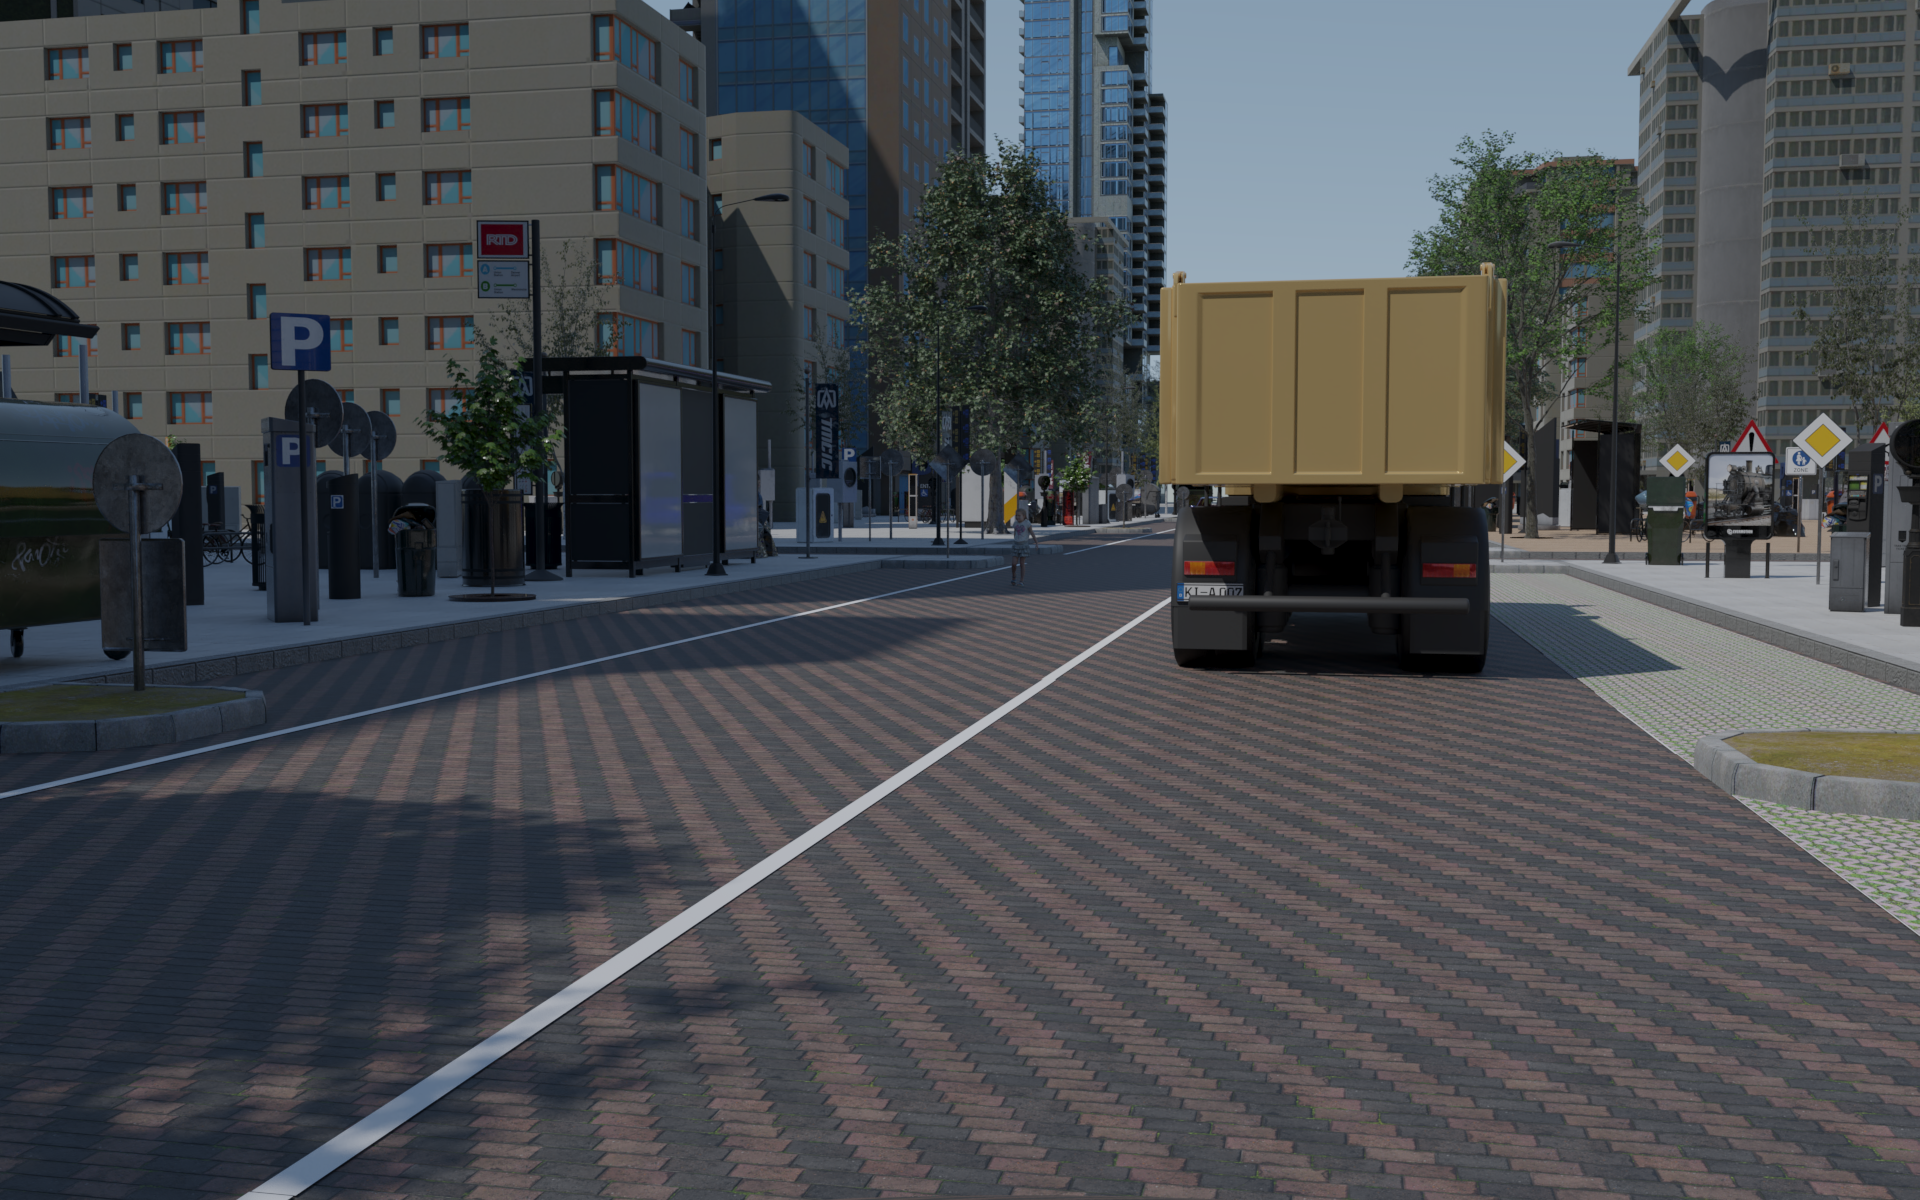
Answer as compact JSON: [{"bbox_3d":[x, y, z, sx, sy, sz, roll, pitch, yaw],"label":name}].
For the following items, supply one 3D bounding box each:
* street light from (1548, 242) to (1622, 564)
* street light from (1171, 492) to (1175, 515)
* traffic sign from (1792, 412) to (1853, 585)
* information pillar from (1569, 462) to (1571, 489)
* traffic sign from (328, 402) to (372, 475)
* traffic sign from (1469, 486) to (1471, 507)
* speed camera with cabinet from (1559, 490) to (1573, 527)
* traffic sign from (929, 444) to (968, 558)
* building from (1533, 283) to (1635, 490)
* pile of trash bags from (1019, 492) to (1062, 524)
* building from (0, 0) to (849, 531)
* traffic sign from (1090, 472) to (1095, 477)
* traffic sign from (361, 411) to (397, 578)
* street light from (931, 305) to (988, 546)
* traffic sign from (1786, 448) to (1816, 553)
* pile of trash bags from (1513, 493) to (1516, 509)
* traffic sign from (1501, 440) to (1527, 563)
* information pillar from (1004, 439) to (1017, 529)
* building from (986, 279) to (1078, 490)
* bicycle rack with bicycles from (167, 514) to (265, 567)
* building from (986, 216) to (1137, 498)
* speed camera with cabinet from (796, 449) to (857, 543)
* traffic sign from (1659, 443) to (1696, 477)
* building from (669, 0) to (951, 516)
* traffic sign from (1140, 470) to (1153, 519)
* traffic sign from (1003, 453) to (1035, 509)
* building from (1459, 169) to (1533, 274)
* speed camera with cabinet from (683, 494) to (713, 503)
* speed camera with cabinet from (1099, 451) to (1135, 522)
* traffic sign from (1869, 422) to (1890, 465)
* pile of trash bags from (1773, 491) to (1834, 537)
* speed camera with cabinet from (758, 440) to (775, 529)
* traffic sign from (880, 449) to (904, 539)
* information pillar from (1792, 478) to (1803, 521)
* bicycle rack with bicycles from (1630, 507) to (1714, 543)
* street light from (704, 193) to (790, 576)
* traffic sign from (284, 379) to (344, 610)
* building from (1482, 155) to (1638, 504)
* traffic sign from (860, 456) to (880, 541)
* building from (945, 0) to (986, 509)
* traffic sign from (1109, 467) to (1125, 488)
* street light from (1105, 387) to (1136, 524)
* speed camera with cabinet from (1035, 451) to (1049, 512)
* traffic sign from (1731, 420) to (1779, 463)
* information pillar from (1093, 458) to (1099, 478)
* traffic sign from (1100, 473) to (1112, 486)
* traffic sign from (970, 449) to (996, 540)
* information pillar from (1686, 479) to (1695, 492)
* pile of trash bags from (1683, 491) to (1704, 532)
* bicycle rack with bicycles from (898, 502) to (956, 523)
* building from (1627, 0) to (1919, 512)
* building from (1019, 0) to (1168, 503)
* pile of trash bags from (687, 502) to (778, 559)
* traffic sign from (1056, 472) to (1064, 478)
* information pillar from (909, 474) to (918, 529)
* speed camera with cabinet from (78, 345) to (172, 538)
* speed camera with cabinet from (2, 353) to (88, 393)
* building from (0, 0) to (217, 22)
[{"bbox_3d":[11.506,-3.632,31.922,1.470,5.913,1.316,1,4,12],"label":"street light"},{"bbox_3d":[13.816,-8.229,107.084,1.470,5.913,1.316,1,4,12],"label":"street light"},{"bbox_3d":[12.159,-1.425,24.477,0.795,2.450,0.064,1,4,13],"label":"traffic sign"},{"bbox_3d":[37.076,-6.926,104.598,0.504,3.616,0.183,2,4,23],"label":"information pillar"},{"bbox_3d":[-8.479,-1.459,23.964,0.768,2.556,0.104,1,4,16],"label":"traffic sign"},{"bbox_3d":[11.835,-2.237,40.223,0.795,2.450,0.064,1,4,12],"label":"traffic sign"},{"bbox_3d":[24.105,-4.475,67.502,2.038,3.252,0.660,-3,5,-41],"label":"speed camera with cabinet"},{"bbox_3d":[-0.239,-1.896,34.648,0.795,2.450,0.064,1,4,12],"label":"traffic sign"},{"bbox_3d":[67.152,-18.890,153.897,27.650,21.520,28.899,1,4,12],"label":"building"},{"bbox_3d":[3.201,-3.961,74.507,1.912,1.369,3.447,2,4,24],"label":"pile of trash bags"},{"bbox_3d":[-22.089,-14.110,75.744,27.650,21.520,28.899,1,4,12],"label":"building"},{"bbox_3d":[7.394,-6.079,99.503,0.768,2.556,0.104,1,4,17],"label":"traffic sign"},{"bbox_3d":[-8.942,-1.611,26.450,0.768,2.556,0.104,1,4,18],"label":"traffic sign"},{"bbox_3d":[-0.009,-4.304,42.907,1.470,5.913,1.316,1,4,12],"label":"street light"},{"bbox_3d":[18.387,-2.189,37.917,0.606,2.300,0.079,1,4,20],"label":"traffic sign"},{"bbox_3d":[27.629,-4.951,90.707,3.447,1.369,1.912,-1,4,-22],"label":"pile of trash bags"},{"bbox_3d":[10.167,-1.760,32.413,0.795,2.450,0.064,1,4,12],"label":"traffic sign"},{"bbox_3d":[1.864,-4.452,64.149,0.504,3.616,0.183,1,4,11],"label":"information pillar"},{"bbox_3d":[-4.652,-19.050,156.499,27.650,21.520,28.899,1,4,12],"label":"building"},{"bbox_3d":[-13.514,-1.075,30.957,2.852,0.926,2.925,2,4,35],"label":"bicycle rack with bicycles"},{"bbox_3d":[8.657,-32.867,229.260,32.217,40.220,23.993,1,4,12],"label":"building"},{"bbox_3d":[-3.526,-3.155,45.920,0.660,3.252,2.038,2,4,32],"label":"speed camera with cabinet"},{"bbox_3d":[16.353,-2.346,39.539,0.795,2.450,0.064,1,4,17],"label":"traffic sign"},{"bbox_3d":[-8.810,-28.031,108.422,14.600,45.320,14.200,1,4,12],"label":"building"},{"bbox_3d":[9.719,-5.546,90.775,0.768,2.556,0.104,1,4,21],"label":"traffic sign"},{"bbox_3d":[1.429,-2.374,42.457,0.795,2.450,0.064,1,4,12],"label":"traffic sign"},{"bbox_3d":[84.522,-38.499,253.160,21.300,48.544,21.600,1,4,12],"label":"building"},{"bbox_3d":[-8.112,-3.630,53.691,2.038,3.252,0.660,0,3,0],"label":"speed camera with cabinet"},{"bbox_3d":[7.183,-5.211,79.531,0.660,3.252,2.038,3,5,43],"label":"speed camera with cabinet"},{"bbox_3d":[16.686,-1.919,31.383,0.884,2.594,0.081,1,4,17],"label":"traffic sign"},{"bbox_3d":[24.972,-2.605,52.349,3.447,1.369,1.912,1,4,10],"label":"pile of trash bags"},{"bbox_3d":[-7.381,-4.232,63.530,0.660,3.252,2.038,-2,4,-25],"label":"speed camera with cabinet"},{"bbox_3d":[-1.954,-2.985,48.907,0.768,2.556,0.104,1,4,19],"label":"traffic sign"},{"bbox_3d":[38.459,-4.590,79.544,0.304,2.012,0.304,-2,4,-31],"label":"information pillar"},{"bbox_3d":[19.147,-2.030,46.567,2.925,0.926,2.852,-2,4,-33],"label":"bicycle rack with bicycles"},{"bbox_3d":[-3.315,-3.332,27.015,1.470,5.913,1.316,1,4,12],"label":"street light"},{"bbox_3d":[-7.153,-1.165,19.154,0.768,2.556,0.104,1,4,17],"label":"traffic sign"},{"bbox_3d":[80.439,-35.088,228.316,22.147,44.769,28.867,1,4,12],"label":"building"},{"bbox_3d":[-2.440,-2.740,46.921,0.606,2.300,0.079,1,4,21],"label":"traffic sign"},{"bbox_3d":[-6.782,-42.319,130.165,20.563,71.187,20.611,1,4,12],"label":"building"},{"bbox_3d":[7.361,-4.961,81.223,0.768,2.556,0.104,1,4,15],"label":"traffic sign"},{"bbox_3d":[6.899,-6.270,75.060,1.470,5.913,1.316,1,4,12],"label":"street light"},{"bbox_3d":[3.831,-5.211,79.531,0.660,3.252,2.038,1,4,10],"label":"speed camera with cabinet"},{"bbox_3d":[13.852,-1.858,30.374,0.884,2.594,0.081,1,4,18],"label":"traffic sign"},{"bbox_3d":[8.809,-7.403,112.401,0.504,3.616,0.183,-2,4,-35],"label":"information pillar"},{"bbox_3d":[8.811,-6.380,104.420,0.768,2.556,0.104,1,4,14],"label":"traffic sign"},{"bbox_3d":[0.633,-2.970,48.660,0.768,2.556,0.104,1,4,14],"label":"traffic sign"},{"bbox_3d":[36.319,-4.994,86.150,0.304,2.012,0.304,0,4,6],"label":"information pillar"},{"bbox_3d":[25.350,-3.096,60.377,1.912,1.369,3.447,1,4,17],"label":"pile of trash bags"},{"bbox_3d":[-1.324,-3.946,77.900,2.925,0.926,2.852,-3,5,-40],"label":"bicycle rack with bicycles"},{"bbox_3d":[63.617,-26.618,127.089,32.217,40.220,23.993,1,4,12],"label":"building"},{"bbox_3d":[19.965,-57.543,253.503,22.319,86.520,31.000,1,4,12],"label":"building"},{"bbox_3d":[-5.392,-1.577,35.530,3.447,1.369,1.912,1,4,21],"label":"pile of trash bags"},{"bbox_3d":[4.571,-4.637,76.994,0.795,2.450,0.064,1,4,14],"label":"traffic sign"},{"bbox_3d":[-1.724,-3.629,63.818,0.304,2.012,0.304,0,4,5],"label":"information pillar"},{"bbox_3d":[-11.722,-1.799,23.743,0.660,3.252,2.038,0,4,7],"label":"speed camera with cabinet"},{"bbox_3d":[-12.981,-1.882,25.113,2.038,3.252,0.660,-2,4,-24],"label":"speed camera with cabinet"},{"bbox_3d":[-47.428,-39.082,77.238,20.611,71.187,20.563,1,4,12],"label":"building"}]
